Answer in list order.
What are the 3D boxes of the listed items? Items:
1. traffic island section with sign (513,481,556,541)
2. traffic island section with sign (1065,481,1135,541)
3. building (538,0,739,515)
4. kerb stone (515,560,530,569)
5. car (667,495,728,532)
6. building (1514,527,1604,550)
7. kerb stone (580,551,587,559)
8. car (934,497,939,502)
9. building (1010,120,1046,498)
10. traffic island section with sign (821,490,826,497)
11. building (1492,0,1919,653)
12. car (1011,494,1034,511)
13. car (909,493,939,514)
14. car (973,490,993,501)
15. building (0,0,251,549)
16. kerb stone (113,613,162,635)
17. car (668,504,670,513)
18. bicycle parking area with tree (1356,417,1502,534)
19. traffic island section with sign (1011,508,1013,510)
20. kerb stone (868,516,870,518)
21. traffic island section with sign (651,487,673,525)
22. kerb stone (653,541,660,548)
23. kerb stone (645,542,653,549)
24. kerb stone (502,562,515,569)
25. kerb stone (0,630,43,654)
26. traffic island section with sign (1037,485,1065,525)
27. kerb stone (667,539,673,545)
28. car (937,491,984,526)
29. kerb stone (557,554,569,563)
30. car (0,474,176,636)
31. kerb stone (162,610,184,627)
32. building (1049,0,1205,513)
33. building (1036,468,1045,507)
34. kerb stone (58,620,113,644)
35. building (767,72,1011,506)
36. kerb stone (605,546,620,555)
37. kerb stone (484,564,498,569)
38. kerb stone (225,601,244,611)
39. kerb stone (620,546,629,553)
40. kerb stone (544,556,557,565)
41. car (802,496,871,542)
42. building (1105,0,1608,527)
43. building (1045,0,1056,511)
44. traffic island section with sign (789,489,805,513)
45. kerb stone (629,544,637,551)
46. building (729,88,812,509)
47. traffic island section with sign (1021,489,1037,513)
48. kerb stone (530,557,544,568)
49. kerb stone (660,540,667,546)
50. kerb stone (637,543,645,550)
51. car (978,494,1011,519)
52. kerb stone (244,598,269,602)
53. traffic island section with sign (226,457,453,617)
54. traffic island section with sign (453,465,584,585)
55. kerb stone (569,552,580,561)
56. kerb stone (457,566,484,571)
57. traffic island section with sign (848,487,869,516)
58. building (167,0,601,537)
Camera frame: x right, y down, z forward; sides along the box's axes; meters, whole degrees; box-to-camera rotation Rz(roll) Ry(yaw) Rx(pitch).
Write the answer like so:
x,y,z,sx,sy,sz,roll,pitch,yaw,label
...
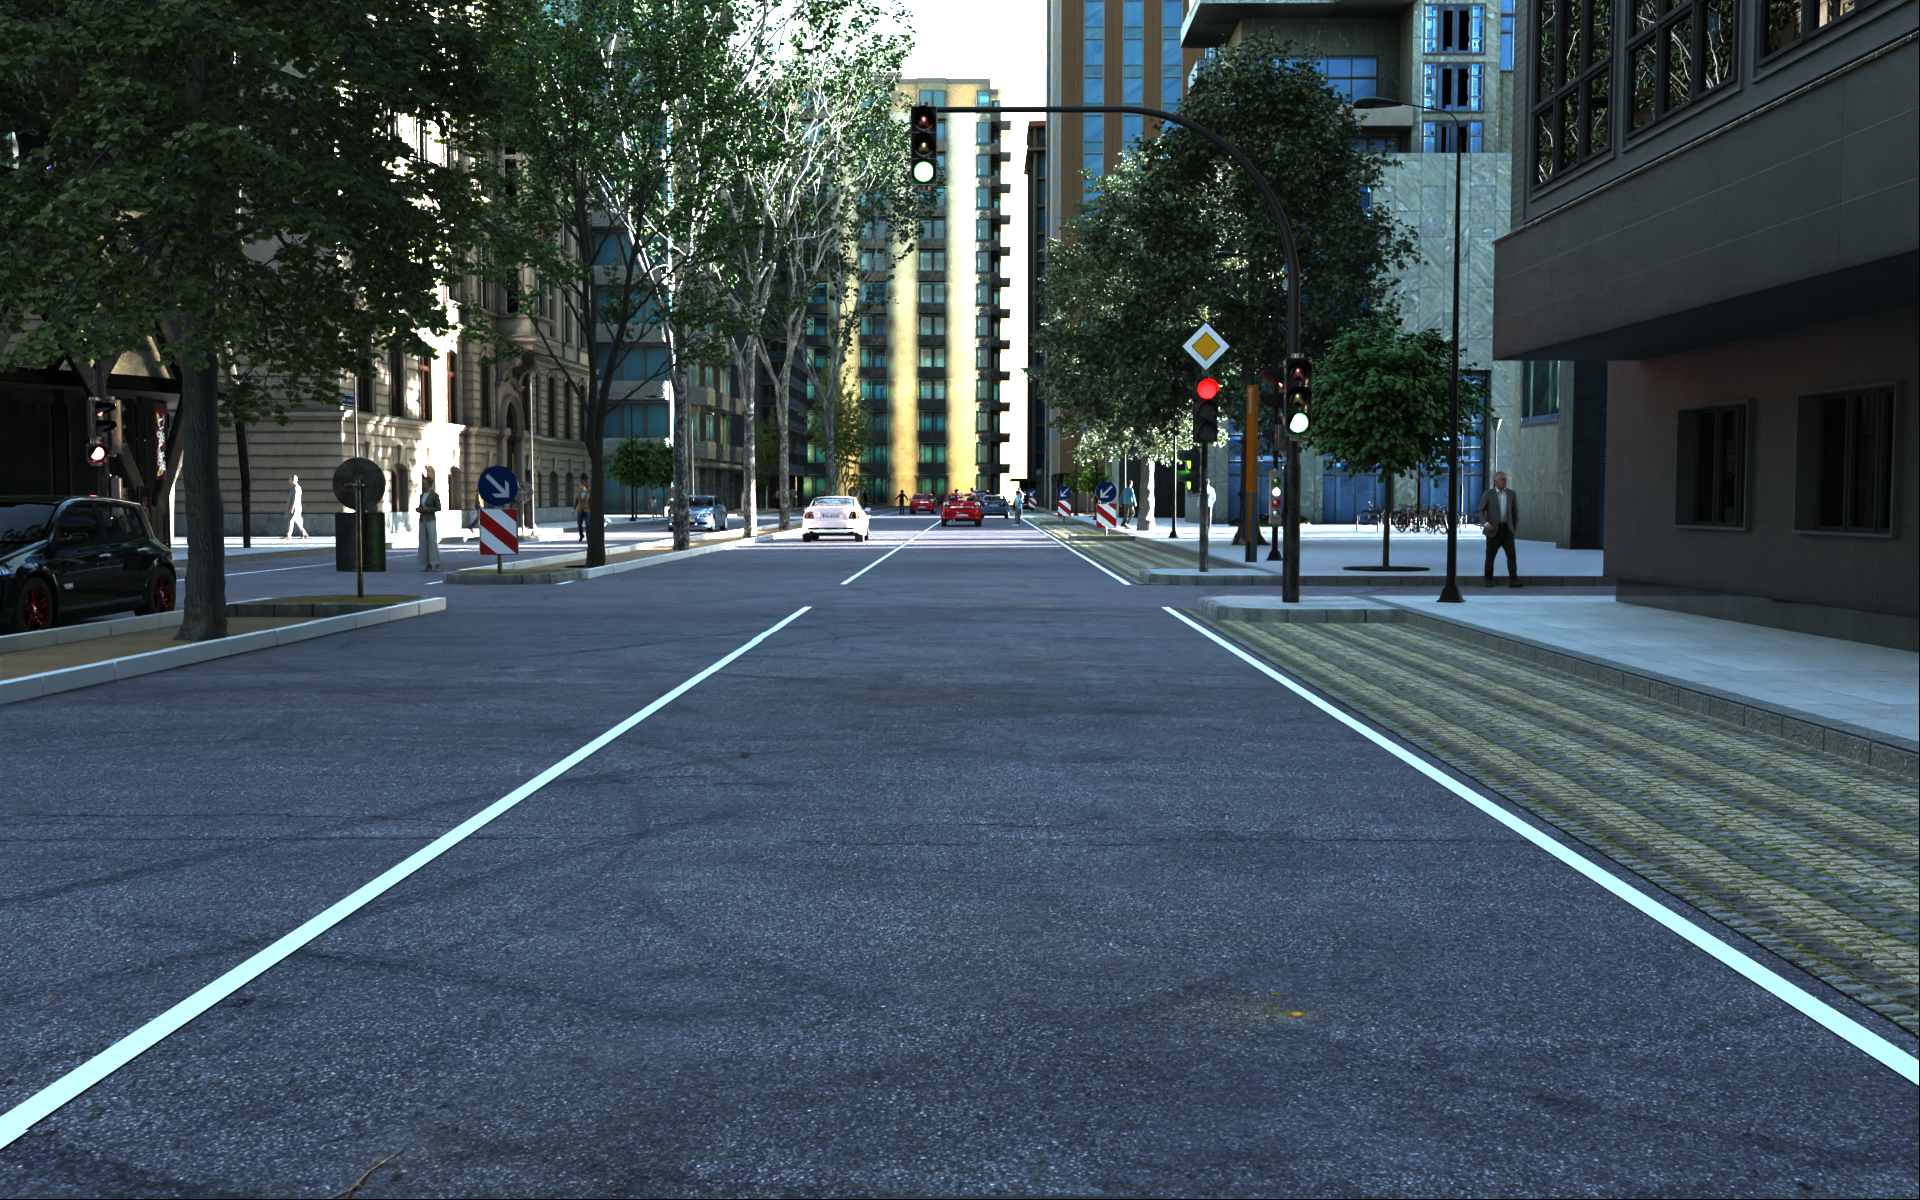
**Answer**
x,y,z,sx,sy,sz,roll,pitch,yaw,label
-13.568,-2.738,53.391,1.989,1.847,2.006,0,4,1,traffic island section with sign
4.366,-2.753,53.643,1.989,1.847,2.006,0,4,1,traffic island section with sign
-27.240,-30.514,118.520,23.786,49.044,30.456,0,4,1,building
-8.385,-0.650,32.835,0.120,0.150,1.000,0,4,1,kerb stone
-10.178,-3.392,67.458,2.014,1.417,4.499,0,4,2,car
29.627,-44.268,36.448,31.000,86.520,22.319,0,4,1,building
-8.324,-0.965,37.976,0.120,0.150,1.000,0,4,1,kerb stone
-2.878,-8.481,150.470,2.131,1.459,4.920,0,4,-1,car
20.190,-33.176,197.058,28.867,44.769,22.147,0,4,1,building
-12.246,-9.105,157.494,1.989,1.847,2.006,0,4,1,traffic island section with sign
13.004,-13.114,7.916,14.314,27.812,24.014,0,4,1,building
5.300,-8.232,144.382,2.009,1.686,4.222,0,4,1,car
-2.599,-7.020,123.809,2.155,1.783,4.494,0,4,2,car
1.855,-9.076,157.068,2.281,1.827,5.304,0,4,-1,car
-24.889,-10.366,36.933,16.820,18.784,16.811,0,4,1,building
-8.575,0.263,17.904,0.120,0.150,1.000,0,4,1,kerb stone
-13.322,-4.451,85.351,1.945,1.354,3.894,0,4,0,car
17.971,-4.373,58.496,8.231,4.147,9.016,0,4,3,bicycle parking area with tree
5.680,-9.147,158.173,1.989,1.847,2.006,0,4,1,traffic island section with sign
-5.398,-4.918,102.598,0.120,0.150,1.000,0,4,1,kerb stone
-13.226,-4.400,80.573,1.989,1.847,2.006,0,4,1,traffic island section with sign
-8.220,-1.462,46.177,0.120,0.150,1.000,0,4,1,kerb stone
-8.234,-1.404,45.143,0.120,0.150,1.000,0,4,1,kerb stone
-8.406,-0.588,31.809,0.120,0.150,1.000,0,4,1,kerb stone
-8.609,0.388,15.859,0.120,0.150,1.000,0,4,1,kerb stone
4.713,-4.406,80.674,1.989,1.847,2.006,0,4,1,traffic island section with sign
-8.193,-1.592,48.226,0.120,0.150,1.000,0,4,1,kerb stone
0.042,-4.219,78.018,2.155,1.783,4.494,0,4,-1,car
-8.354,-0.840,35.930,0.120,0.150,1.000,0,4,1,kerb stone
-9.715,-0.495,17.875,2.009,1.686,4.222,0,4,1,car
-8.569,0.200,18.925,0.120,0.150,1.000,0,4,1,kerb stone
13.733,-28.904,122.699,14.600,45.320,14.200,0,4,1,building
18.015,-44.630,167.949,20.563,71.187,20.611,0,4,1,building
-8.595,0.325,16.882,0.120,0.150,1.000,0,4,1,kerb stone
-9.443,-35.461,199.396,30.456,49.044,23.786,0,4,1,building
-8.276,-1.153,41.047,0.120,0.150,1.000,0,4,1,kerb stone
-8.408,-0.525,30.787,0.120,0.150,1.000,0,4,1,kerb stone
-8.554,0.138,19.948,0.120,0.150,1.000,0,4,1,kerb stone
-8.273,-1.216,42.069,0.120,0.150,1.000,0,4,1,kerb stone
-8.365,-0.777,34.897,0.120,0.150,1.000,0,4,1,kerb stone
-3.806,-2.506,53.335,2.083,1.381,4.827,0,4,0,car
19.707,-47.305,86.111,22.319,86.520,31.000,0,4,1,building
17.594,-36.784,143.415,21.231,58.520,28.212,0,4,1,building
-12.587,-7.456,130.540,1.989,1.847,2.006,0,4,1,traffic island section with sign
-8.258,-1.270,43.092,0.120,0.150,1.000,0,4,1,kerb stone
-26.654,-28.855,163.665,23.993,40.220,32.217,0,4,1,building
5.348,-7.498,131.219,1.989,1.847,2.006,0,4,1,traffic island section with sign
-8.374,-0.713,33.861,0.120,0.150,1.000,0,4,1,kerb stone
-8.205,-1.529,47.199,0.120,0.150,1.000,0,4,1,kerb stone
-8.246,-1.340,44.116,0.120,0.150,1.000,0,4,1,kerb stone
2.016,-5.510,102.088,2.014,1.417,4.499,0,4,2,car
-8.537,0.076,20.972,0.120,0.150,1.000,0,4,1,kerb stone
-7.483,-0.784,20.957,2.006,1.907,1.989,0,4,1,traffic island section with sign
-7.379,-1.237,28.363,2.006,1.907,1.989,0,4,1,traffic island section with sign
-8.336,-0.899,36.954,0.120,0.150,1.000,0,4,1,kerb stone
-8.428,-0.463,29.760,0.120,0.150,1.000,0,4,1,kerb stone
-6.438,-5.832,103.496,2.006,1.907,1.989,0,4,1,traffic island section with sign
-23.428,-15.240,68.262,14.460,24.649,34.723,0,4,1,building
